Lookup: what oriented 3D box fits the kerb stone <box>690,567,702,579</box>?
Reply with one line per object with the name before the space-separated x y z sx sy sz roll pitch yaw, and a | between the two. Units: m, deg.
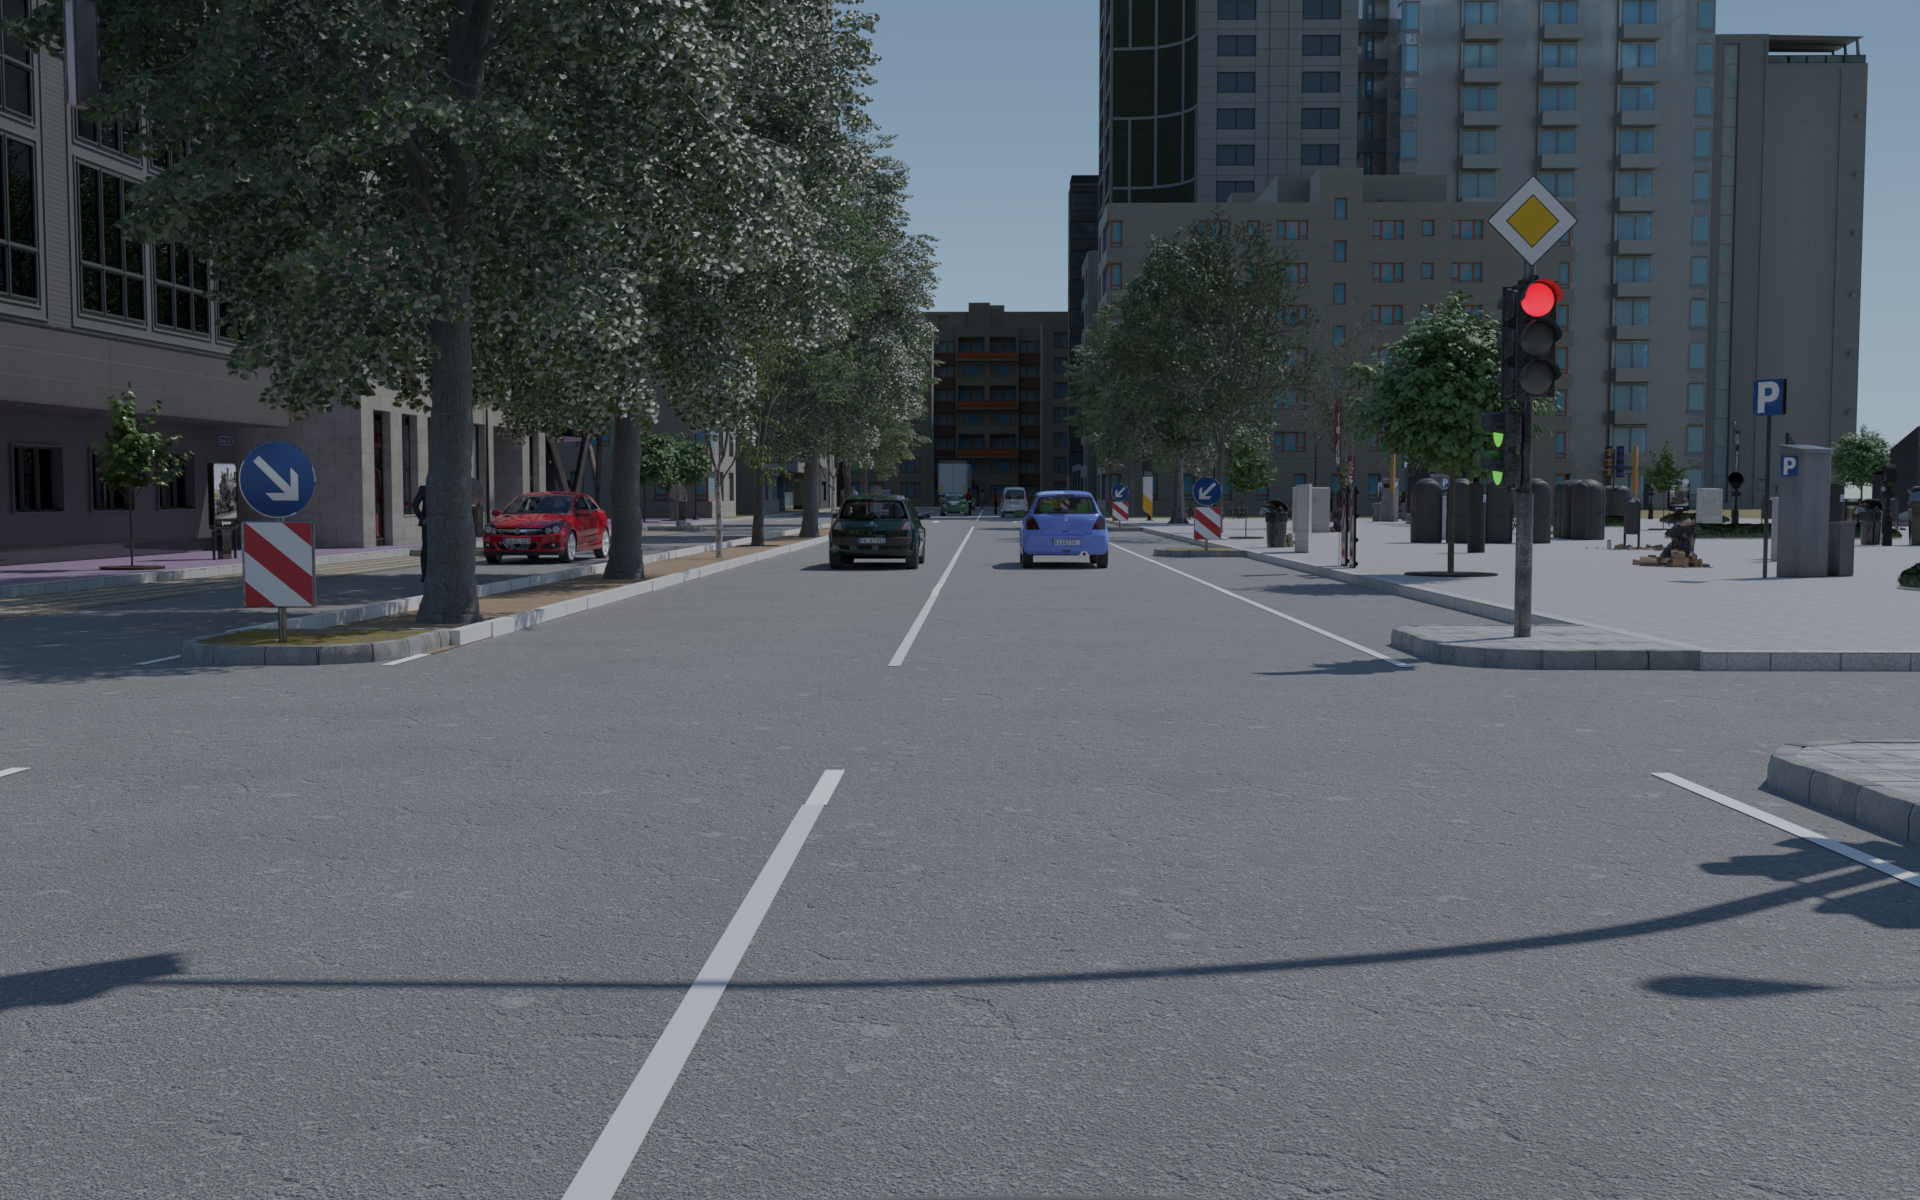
kerb stone | -4.529 -0.423 29.105 0.120 0.150 1.000 0 4 1

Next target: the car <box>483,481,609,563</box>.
car | -8.849 -1.722 37.196 2.155 1.783 4.494 0 4 3

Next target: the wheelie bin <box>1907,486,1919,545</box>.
wheelie bin | 24.053 -2.164 43.287 0.693 1.594 0.980 1 4 20

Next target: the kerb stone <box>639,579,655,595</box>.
kerb stone | -4.602 -0.171 24.997 0.120 0.150 1.000 0 4 1

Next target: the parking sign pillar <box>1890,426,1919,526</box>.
parking sign pillar | 37.848 -4.939 69.230 1.447 3.967 1.447 -1 4 -18

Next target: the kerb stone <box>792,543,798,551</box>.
kerb stone | -4.250 -1.295 43.436 0.120 0.150 1.000 0 4 1

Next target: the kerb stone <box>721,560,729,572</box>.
kerb stone | -4.465 -0.610 32.172 0.120 0.150 1.000 0 4 1

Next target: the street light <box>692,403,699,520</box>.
street light | -12.543 -6.914 85.578 1.470 5.913 1.316 0 4 1

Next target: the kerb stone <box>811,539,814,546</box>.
kerb stone | -4.183 -1.545 47.547 0.120 0.150 1.000 0 4 1

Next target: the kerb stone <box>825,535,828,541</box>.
kerb stone | -4.108 -1.801 51.645 0.120 0.150 1.000 0 4 1

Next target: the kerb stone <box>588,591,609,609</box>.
kerb stone | -4.653 0.016 21.931 0.120 0.150 1.000 0 4 1

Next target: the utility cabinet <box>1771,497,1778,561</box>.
utility cabinet | 15.996 -1.350 33.236 1.020 1.237 0.306 -2 4 -33

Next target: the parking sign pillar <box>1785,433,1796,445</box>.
parking sign pillar | 36.914 -5.386 76.526 1.447 3.967 1.447 -3 5 -41

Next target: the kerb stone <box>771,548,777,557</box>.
kerb stone | -4.331 -1.048 39.340 0.120 0.150 1.000 0 4 1

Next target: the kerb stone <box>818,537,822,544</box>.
kerb stone | -4.137 -1.676 49.593 0.120 0.150 1.000 0 4 1

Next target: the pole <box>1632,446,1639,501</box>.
pole | 28.748 -4.887 73.743 0.158 3.312 0.155 0 3 0

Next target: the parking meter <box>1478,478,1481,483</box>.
parking meter | 18.483 -3.456 62.212 0.399 1.863 0.255 2 4 32

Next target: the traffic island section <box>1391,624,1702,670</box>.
traffic island section | 5.076 0.411 15.569 2.009 0.180 2.903 0 4 1

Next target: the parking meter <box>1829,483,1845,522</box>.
parking meter | 20.637 -1.983 40.838 0.372 1.533 0.369 0 3 0

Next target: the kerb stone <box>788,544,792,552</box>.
kerb stone | -4.283 -1.231 42.411 0.120 0.150 1.000 0 4 1

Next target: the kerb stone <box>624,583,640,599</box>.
kerb stone | -4.620 -0.109 23.975 0.120 0.150 1.000 0 4 1

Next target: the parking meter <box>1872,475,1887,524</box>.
parking meter | 27.615 -2.833 52.038 0.399 1.863 0.255 -2 4 -25

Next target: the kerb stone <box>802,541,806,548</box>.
kerb stone | -4.219 -1.424 45.483 0.120 0.150 1.000 0 4 1

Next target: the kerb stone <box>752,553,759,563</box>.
kerb stone | -4.398 -0.858 36.267 0.120 0.150 1.000 0 4 1

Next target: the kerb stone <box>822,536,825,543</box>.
kerb stone | -4.129 -1.736 50.616 0.120 0.150 1.000 0 4 1

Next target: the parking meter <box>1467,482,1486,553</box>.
parking meter | 11.283 -1.799 37.823 0.372 1.533 0.369 0 3 0

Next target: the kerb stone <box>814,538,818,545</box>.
kerb stone | -4.167 -1.607 48.569 0.120 0.150 1.000 0 4 1

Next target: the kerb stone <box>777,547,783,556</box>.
kerb stone | -4.314 -1.110 40.362 0.120 0.150 1.000 0 4 1

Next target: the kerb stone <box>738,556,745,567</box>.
kerb stone | -4.432 -0.736 34.223 0.120 0.150 1.000 0 4 1

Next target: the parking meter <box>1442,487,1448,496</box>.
parking meter | 15.277 -2.809 54.336 0.372 1.533 0.369 0 3 0

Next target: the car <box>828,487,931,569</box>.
car | -1.607 -1.509 34.451 2.009 1.686 4.222 0 4 1

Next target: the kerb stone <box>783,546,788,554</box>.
kerb stone | -4.296 -1.174 41.384 0.120 0.150 1.000 0 4 1

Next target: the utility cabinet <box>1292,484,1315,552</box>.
utility cabinet | 7.557 -1.803 38.166 0.318 1.500 1.173 1 4 14

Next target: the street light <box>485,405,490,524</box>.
street light | -13.282 -4.774 50.592 1.470 5.913 1.316 0 4 1

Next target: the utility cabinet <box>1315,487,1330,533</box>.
utility cabinet | 11.486 -2.934 56.653 1.173 1.500 0.318 0 4 4

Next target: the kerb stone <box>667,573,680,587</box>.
kerb stone | -4.557 -0.297 27.057 0.120 0.150 1.000 0 4 1

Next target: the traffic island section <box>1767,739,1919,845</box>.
traffic island section | 4.929 0.899 7.585 2.009 0.180 2.903 0 4 1

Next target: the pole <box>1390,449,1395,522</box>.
pole | 19.733 -5.206 78.960 0.158 3.312 0.155 0 3 0

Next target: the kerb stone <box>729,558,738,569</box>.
kerb stone | -4.441 -0.673 33.200 0.120 0.150 1.000 0 4 1

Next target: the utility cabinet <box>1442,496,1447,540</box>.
utility cabinet | 13.833 -2.304 48.835 1.020 1.237 0.306 -1 4 -21

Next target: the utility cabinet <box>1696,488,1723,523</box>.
utility cabinet | 28.386 -3.480 65.577 1.173 1.500 0.318 -2 4 -32

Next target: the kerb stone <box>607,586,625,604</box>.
kerb stone | -4.636 -0.046 22.953 0.120 0.150 1.000 0 4 1

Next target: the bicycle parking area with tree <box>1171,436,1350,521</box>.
bicycle parking area with tree | 15.137 -6.091 86.597 8.231 4.147 9.016 3 5 39

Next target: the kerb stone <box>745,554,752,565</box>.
kerb stone | -4.406 -0.795 35.245 0.120 0.150 1.000 0 4 1

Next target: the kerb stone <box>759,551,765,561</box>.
kerb stone | -4.369 -0.923 37.296 0.120 0.150 1.000 0 4 1

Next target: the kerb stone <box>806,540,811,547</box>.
kerb stone | -4.194 -1.486 46.517 0.120 0.150 1.000 0 4 1

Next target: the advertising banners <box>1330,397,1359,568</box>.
advertising banners | 6.853 -2.116 30.784 0.090 3.025 2.074 0 4 2

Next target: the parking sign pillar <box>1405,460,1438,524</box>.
parking sign pillar | 19.965 -5.269 74.613 1.447 3.967 1.447 3 4 38

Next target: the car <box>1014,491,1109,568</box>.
car | 2.051 -1.540 34.771 1.945 1.707 3.694 0 4 1

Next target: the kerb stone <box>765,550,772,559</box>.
kerb stone | -4.349 -0.981 38.318 0.120 0.150 1.000 0 4 1

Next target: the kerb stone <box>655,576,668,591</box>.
kerb stone | -4.575 -0.235 26.030 0.120 0.150 1.000 0 4 1

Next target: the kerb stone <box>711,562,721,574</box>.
kerb stone | -4.486 -0.548 31.150 0.120 0.150 1.000 0 4 1

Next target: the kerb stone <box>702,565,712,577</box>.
kerb stone | -4.495 -0.484 30.127 0.120 0.150 1.000 0 4 1

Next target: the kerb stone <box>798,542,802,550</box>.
kerb stone | -4.236 -1.362 44.461 0.120 0.150 1.000 0 4 1

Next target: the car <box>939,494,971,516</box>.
car | -0.334 -6.180 112.842 2.131 1.459 4.920 0 4 2

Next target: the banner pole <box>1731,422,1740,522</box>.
banner pole | 26.932 -4.291 60.179 0.401 3.779 0.863 0 4 8

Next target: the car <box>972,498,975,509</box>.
car | 0.481 -9.293 164.294 2.083 1.381 4.827 0 4 1

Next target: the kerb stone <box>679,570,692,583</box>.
kerb stone | -4.540 -0.360 28.080 0.120 0.150 1.000 0 4 1

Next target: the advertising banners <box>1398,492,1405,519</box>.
advertising banners | 23.248 -5.646 88.501 2.074 3.025 0.090 2 4 26

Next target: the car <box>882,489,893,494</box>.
car | -6.116 -7.721 134.915 2.281 1.827 5.304 0 4 2
